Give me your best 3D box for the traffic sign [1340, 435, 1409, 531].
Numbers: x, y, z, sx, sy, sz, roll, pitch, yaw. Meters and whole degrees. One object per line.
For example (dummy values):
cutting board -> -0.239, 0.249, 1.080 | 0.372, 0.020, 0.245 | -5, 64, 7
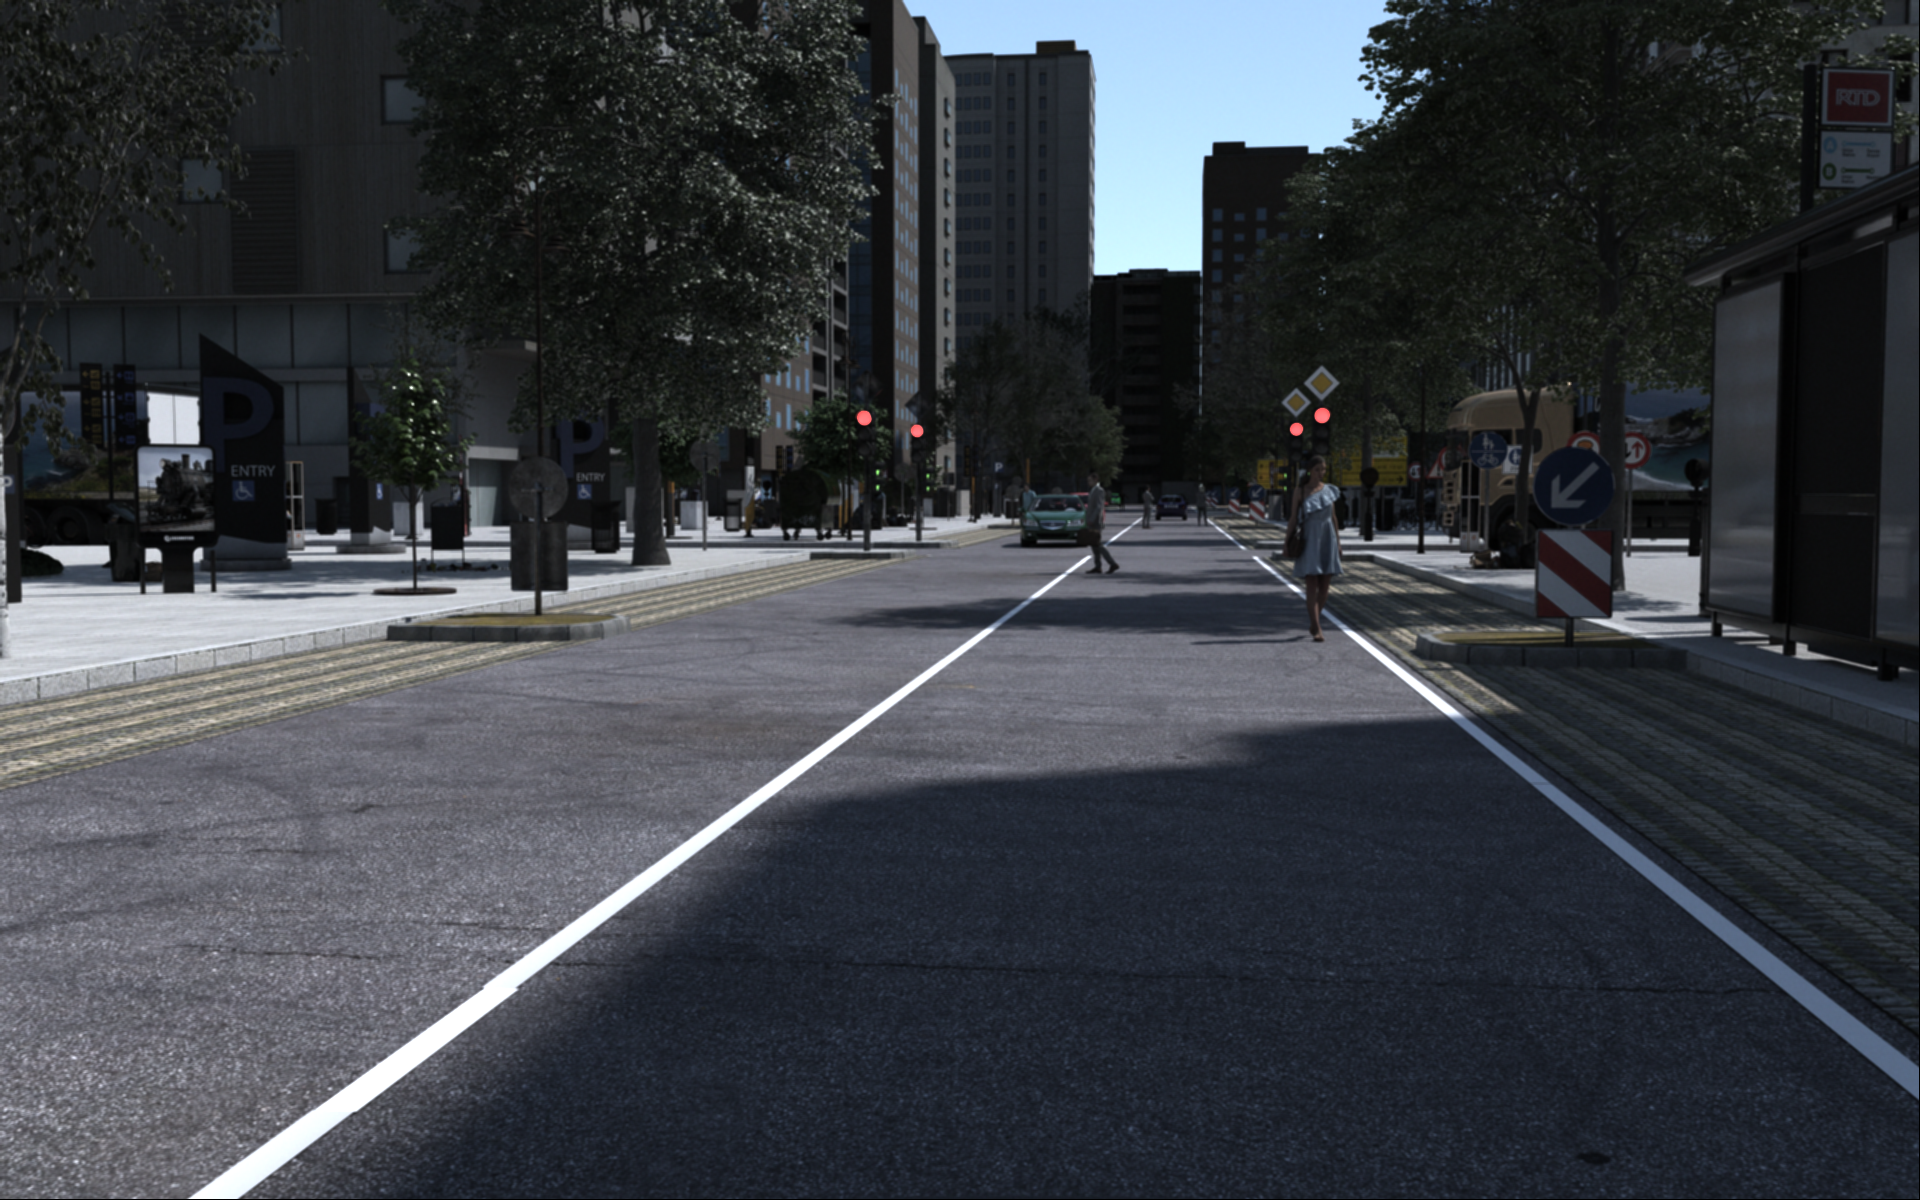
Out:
traffic sign -> 14.222, -4.014, 59.498 | 2.265, 3.308, 0.079 | 1, 4, 15

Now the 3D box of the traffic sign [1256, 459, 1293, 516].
traffic sign -> 18.236, -6.481, 99.834 | 2.265, 3.308, 0.079 | 1, 4, 15

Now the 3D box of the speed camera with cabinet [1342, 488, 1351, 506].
speed camera with cabinet -> 21.974, -6.316, 97.595 | 0.660, 3.252, 2.038 | 2, 4, 27

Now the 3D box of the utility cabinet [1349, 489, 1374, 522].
utility cabinet -> 18.380, -4.323, 79.367 | 1.173, 1.500, 0.318 | -2, 4, -25

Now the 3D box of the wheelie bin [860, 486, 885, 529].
wheelie bin -> -3.189, -3.432, 64.025 | 0.980, 1.594, 0.693 | -2, 4, -30

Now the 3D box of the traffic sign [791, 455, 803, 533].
traffic sign -> -5.260, -3.476, 56.829 | 0.884, 2.594, 0.081 | 1, 4, 15

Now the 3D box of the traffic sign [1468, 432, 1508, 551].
traffic sign -> 10.772, -2.158, 35.396 | 0.768, 2.556, 0.104 | 1, 4, 13

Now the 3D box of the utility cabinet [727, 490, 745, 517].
utility cabinet -> -12.443, -5.406, 97.067 | 1.173, 1.500, 0.318 | 0, 4, 6

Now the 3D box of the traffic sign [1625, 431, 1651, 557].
traffic sign -> 13.615, -2.146, 35.197 | 0.768, 2.556, 0.104 | 1, 4, 10

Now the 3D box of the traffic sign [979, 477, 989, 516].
traffic sign -> 1.403, -6.073, 101.424 | 0.606, 2.300, 0.079 | 1, 4, 9

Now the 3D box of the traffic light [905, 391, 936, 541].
traffic light -> -1.101, -3.549, 46.947 | 0.839, 4.253, 0.868 | 0, 4, 7

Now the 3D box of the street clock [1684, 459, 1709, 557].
street clock -> 15.136, -1.898, 35.605 | 0.358, 2.002, 0.471 | -1, 4, -21

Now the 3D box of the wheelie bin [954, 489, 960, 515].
wheelie bin -> -0.264, -6.034, 106.569 | 0.980, 1.594, 0.693 | -3, 4, -37

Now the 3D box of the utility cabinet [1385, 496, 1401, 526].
utility cabinet -> 17.403, -3.580, 69.697 | 0.306, 1.237, 1.020 | 0, 4, -6

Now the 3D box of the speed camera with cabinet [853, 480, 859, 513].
speed camera with cabinet -> -4.233, -4.672, 70.715 | 0.660, 3.252, 2.038 | -1, 4, -11

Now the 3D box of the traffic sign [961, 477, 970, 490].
traffic sign -> 0.368, -6.194, 103.403 | 0.606, 2.300, 0.079 | 1, 4, 10

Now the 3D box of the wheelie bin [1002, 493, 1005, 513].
wheelie bin -> 3.203, -6.464, 113.591 | 0.693, 1.594, 0.980 | 2, 4, 29

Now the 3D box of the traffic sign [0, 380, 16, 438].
traffic sign -> -10.381, -1.120, 18.422 | 0.768, 2.556, 0.104 | 1, 4, 12

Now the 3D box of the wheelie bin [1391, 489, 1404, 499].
wheelie bin -> 25.858, -5.785, 102.494 | 0.693, 1.594, 0.980 | 1, 4, 20

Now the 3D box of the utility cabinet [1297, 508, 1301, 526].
utility cabinet -> 13.628, -3.687, 68.963 | 0.318, 1.500, 1.173 | 2, 4, 30

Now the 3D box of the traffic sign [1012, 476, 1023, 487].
traffic sign -> 4.015, -7.451, 121.934 | 0.768, 2.556, 0.104 | 1, 4, 9

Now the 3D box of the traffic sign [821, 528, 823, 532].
traffic sign -> -4.593, -3.514, 57.461 | 0.884, 2.594, 0.081 | 1, 4, 14

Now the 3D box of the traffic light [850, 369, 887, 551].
traffic light -> -2.085, -3.064, 39.022 | 0.839, 4.253, 0.868 | 0, 4, 7

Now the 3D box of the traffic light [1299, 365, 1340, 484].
traffic light -> 7.852, -2.990, 37.809 | 0.839, 4.253, 0.868 | 0, 4, 7

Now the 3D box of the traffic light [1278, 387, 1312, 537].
traffic light -> 8.836, -3.475, 45.734 | 0.839, 4.253, 0.868 | 0, 4, 7

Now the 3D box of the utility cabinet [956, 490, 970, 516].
utility cabinet -> 0.167, -5.610, 100.402 | 0.318, 1.500, 1.173 | 2, 4, 26

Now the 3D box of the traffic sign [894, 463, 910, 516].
traffic sign -> -2.329, -4.293, 70.302 | 0.768, 2.556, 0.104 | 1, 4, 16

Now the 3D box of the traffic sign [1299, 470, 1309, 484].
traffic sign -> 14.581, -4.337, 73.047 | 0.606, 2.300, 0.079 | 1, 4, 12

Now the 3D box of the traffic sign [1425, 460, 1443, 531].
traffic sign -> 16.456, -3.645, 59.596 | 0.884, 2.594, 0.081 | 1, 4, 11

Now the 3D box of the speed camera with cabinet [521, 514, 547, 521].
speed camera with cabinet -> -14.270, -3.936, 58.687 | 0.660, 3.252, 2.038 | -3, 4, -36

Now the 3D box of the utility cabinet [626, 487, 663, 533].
utility cabinet -> -10.375, -2.954, 56.979 | 1.173, 1.500, 0.318 | 0, 4, -2

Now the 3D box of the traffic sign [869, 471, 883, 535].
traffic sign -> -2.831, -3.318, 54.247 | 0.884, 2.594, 0.081 | 1, 4, 14

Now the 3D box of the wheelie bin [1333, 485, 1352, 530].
wheelie bin -> 13.361, -3.291, 61.716 | 0.693, 1.594, 0.980 | 0, 4, -7

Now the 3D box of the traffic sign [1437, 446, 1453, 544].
traffic sign -> 12.746, -2.739, 44.888 | 0.768, 2.556, 0.104 | 1, 4, 10

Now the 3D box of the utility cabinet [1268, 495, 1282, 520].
utility cabinet -> 15.473, -4.523, 85.116 | 0.306, 1.237, 1.020 | 2, 4, 33

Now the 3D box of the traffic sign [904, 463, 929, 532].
traffic sign -> -1.489, -3.615, 59.115 | 0.884, 2.594, 0.081 | 1, 4, 12

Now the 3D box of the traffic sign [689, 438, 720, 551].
traffic sign -> -5.802, -2.396, 39.285 | 0.768, 2.556, 0.104 | 1, 4, 16

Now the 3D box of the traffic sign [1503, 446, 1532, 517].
traffic sign -> 11.614, -2.080, 36.143 | 0.606, 2.300, 0.079 | 1, 4, 12

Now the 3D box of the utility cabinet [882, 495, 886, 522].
utility cabinet -> -3.885, -4.114, 78.418 | 1.020, 1.237, 0.306 | -2, 4, -26

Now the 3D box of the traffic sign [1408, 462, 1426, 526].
traffic sign -> 18.112, -4.202, 68.812 | 0.768, 2.556, 0.104 | 1, 4, 10

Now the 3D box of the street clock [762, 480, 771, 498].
street clock -> -10.198, -5.309, 91.380 | 0.471, 2.002, 0.358 | -3, 5, -42

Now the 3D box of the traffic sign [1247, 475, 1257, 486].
traffic sign -> 19.778, -7.149, 116.890 | 0.884, 2.594, 0.081 | 1, 4, 9

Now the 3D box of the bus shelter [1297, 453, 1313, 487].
bus shelter -> 18.995, -7.043, 92.784 | 2.179, 5.291, 8.768 | 0, 4, 7

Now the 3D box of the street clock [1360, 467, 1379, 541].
street clock -> 11.111, -2.599, 47.057 | 0.471, 2.002, 0.358 | 0, 4, -2

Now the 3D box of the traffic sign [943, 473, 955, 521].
traffic sign -> -0.540, -4.901, 82.254 | 0.606, 2.300, 0.079 | 1, 4, 17

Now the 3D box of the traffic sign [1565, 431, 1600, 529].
traffic sign -> 12.600, -2.133, 34.988 | 0.768, 2.556, 0.104 | 1, 4, 14

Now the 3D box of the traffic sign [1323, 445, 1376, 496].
traffic sign -> 15.607, -4.640, 69.745 | 2.265, 3.308, 0.079 | 0, 4, 8

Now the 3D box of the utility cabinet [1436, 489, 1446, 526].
utility cabinet -> 19.772, -3.738, 69.790 | 1.173, 1.500, 0.318 | -2, 4, -25

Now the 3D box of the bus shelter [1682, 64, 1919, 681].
bus shelter -> 7.404, -2.223, 13.981 | 2.179, 5.291, 8.768 | 0, 4, 7
